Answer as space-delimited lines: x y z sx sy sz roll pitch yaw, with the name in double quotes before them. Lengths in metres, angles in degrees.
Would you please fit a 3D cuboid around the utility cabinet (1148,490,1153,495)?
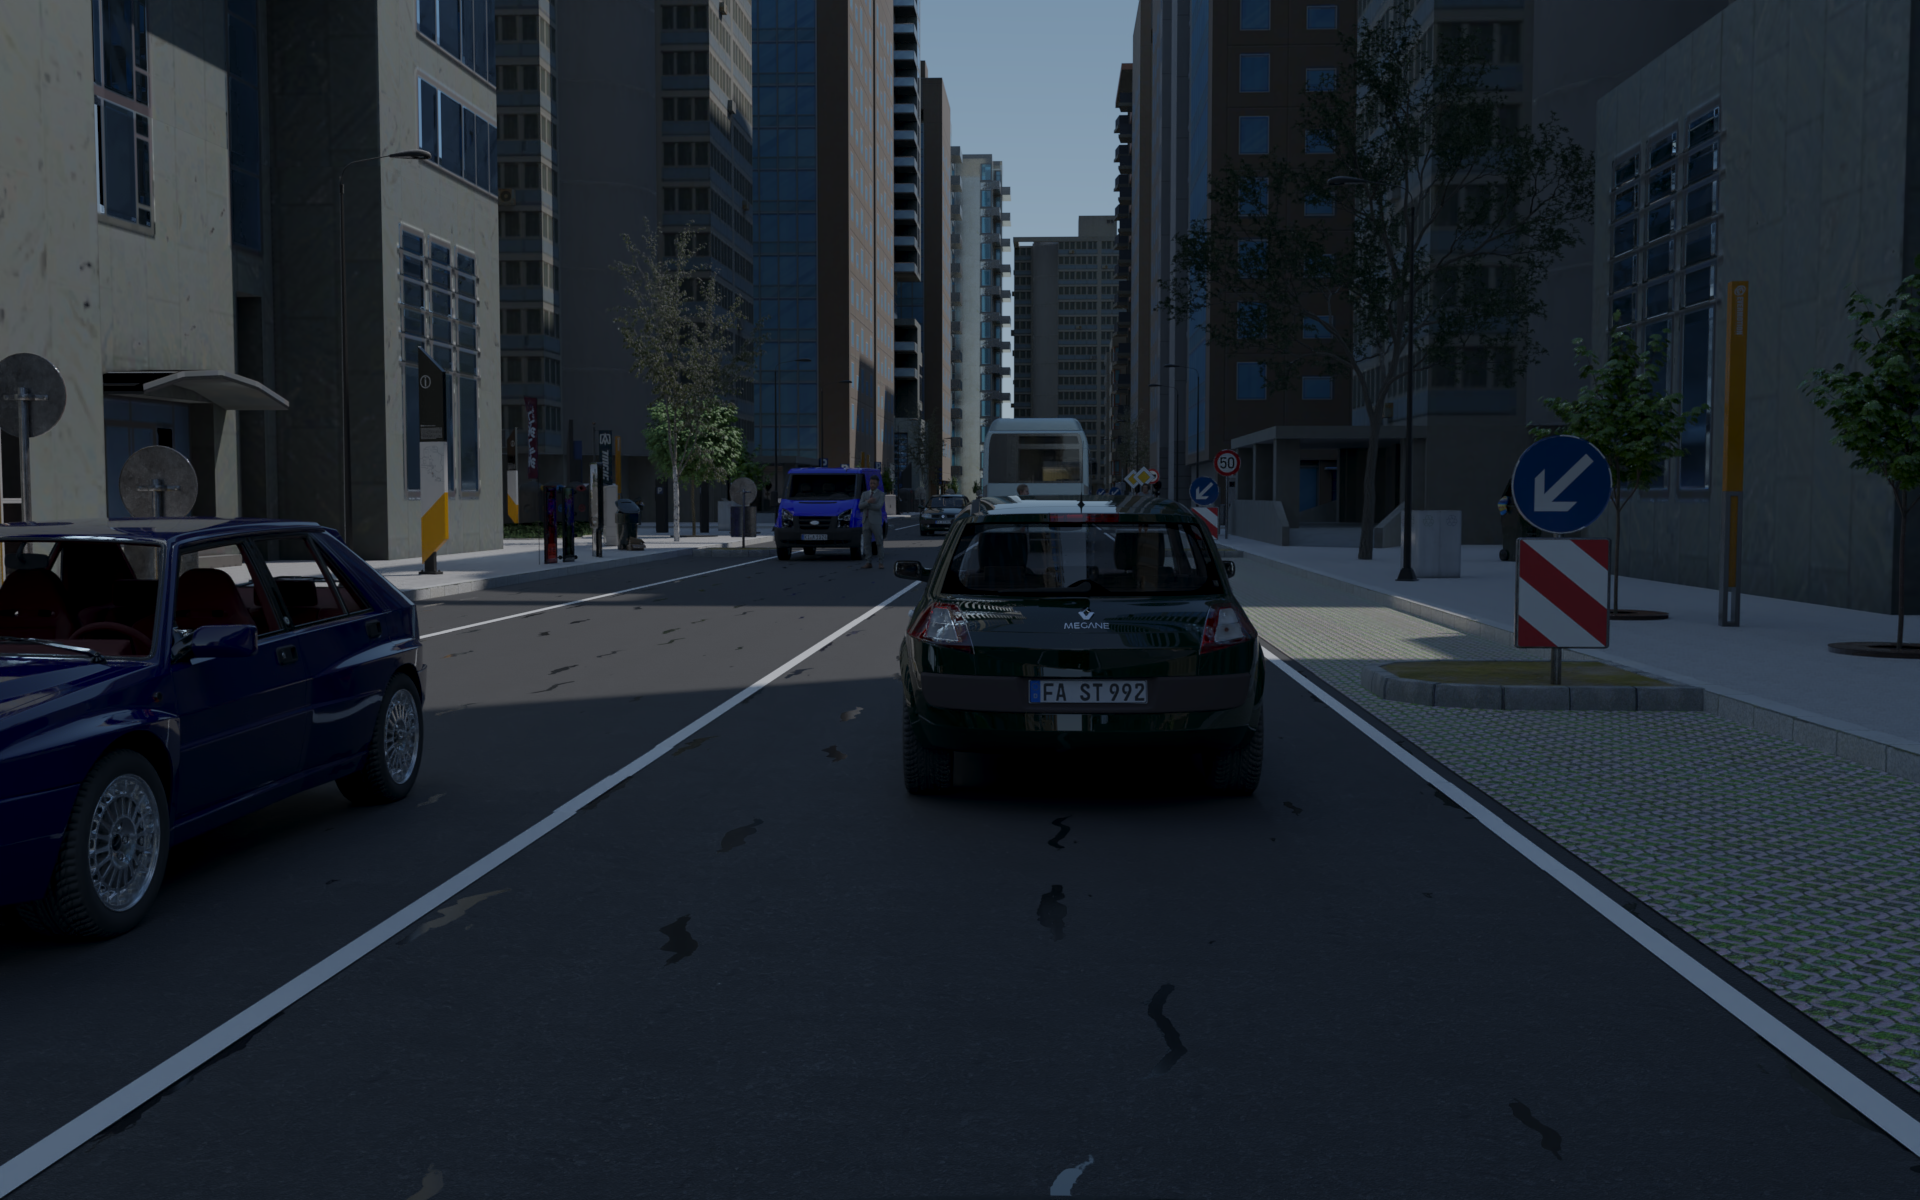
"utility cabinet" 9.734 -4.912 88.983 0.318 1.500 1.173 1 4 11

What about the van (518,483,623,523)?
"van" -15.008 -3.639 66.505 4.112 2.044 2.013 0 4 3

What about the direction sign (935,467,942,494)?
"direction sign" -1.819 -9.398 145.654 0.379 3.537 0.876 -3 5 -40

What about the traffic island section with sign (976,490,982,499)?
"traffic island section with sign" 1.976 -10.016 172.389 1.989 1.847 2.006 0 4 3

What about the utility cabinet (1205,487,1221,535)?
"utility cabinet" 7.839 -2.760 53.810 0.318 1.500 1.173 1 4 18

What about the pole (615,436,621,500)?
"pole" -12.057 -4.115 61.120 0.158 3.312 0.155 0 3 0

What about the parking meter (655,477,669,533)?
"parking meter" -9.869 -3.154 57.285 0.399 1.863 0.255 1 4 21

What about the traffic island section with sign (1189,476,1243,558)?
"traffic island section with sign" 5.427 -1.903 39.736 1.989 1.847 2.006 0 4 3

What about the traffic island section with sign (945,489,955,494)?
"traffic island section with sign" -0.655 -6.998 123.053 1.989 1.847 2.006 0 4 3

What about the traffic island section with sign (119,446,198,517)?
"traffic island section with sign" -6.527 -0.299 13.515 1.989 1.847 2.006 0 4 3

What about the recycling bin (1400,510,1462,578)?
"recycling bin" 7.267 -0.868 26.747 0.722 1.027 0.722 0 4 -7

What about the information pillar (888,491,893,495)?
"information pillar" -5.094 -7.458 126.433 0.304 2.012 0.304 3 5 39

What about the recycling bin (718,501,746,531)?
"recycling bin" -7.980 -2.938 60.588 0.722 1.027 0.722 2 4 31

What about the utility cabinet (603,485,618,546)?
"utility cabinet" -8.697 -2.101 43.032 0.318 1.500 1.173 -1 4 -15

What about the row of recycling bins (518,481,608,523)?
"row of recycling bins" -13.045 -3.059 57.136 1.069 1.692 3.534 3 4 39

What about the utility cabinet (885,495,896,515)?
"utility cabinet" -4.375 -5.680 104.035 1.020 1.237 0.306 0 4 -8

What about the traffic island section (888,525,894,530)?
"traffic island section" -3.784 -2.967 70.792 2.009 0.180 2.903 0 4 3

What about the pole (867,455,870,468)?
"pole" -4.761 -5.872 89.852 0.158 3.312 0.155 0 3 0

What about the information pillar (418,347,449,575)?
"information pillar" -8.375 -2.212 27.518 0.504 3.616 0.183 1 4 22

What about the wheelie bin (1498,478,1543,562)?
"wheelie bin" 10.753 -1.534 32.993 0.980 1.594 0.693 -1 4 -19

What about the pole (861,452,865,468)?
"pole" -4.720 -5.515 84.014 0.158 3.312 0.155 0 3 0

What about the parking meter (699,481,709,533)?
"parking meter" -8.473 -3.160 57.380 0.255 1.863 0.399 -1 4 -19

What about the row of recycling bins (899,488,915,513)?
"row of recycling bins" -3.824 -7.027 122.007 1.069 1.692 3.534 0 4 7

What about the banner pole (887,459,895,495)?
"banner pole" -4.958 -8.167 123.541 0.863 3.779 0.401 -3 5 -40

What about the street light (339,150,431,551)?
"street light" -7.828 -3.119 23.543 1.470 5.913 1.316 0 4 3

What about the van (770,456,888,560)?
"van" -2.886 -2.133 39.266 2.240 2.365 5.245 0 4 4

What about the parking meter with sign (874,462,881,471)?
"parking meter with sign" -5.107 -5.975 93.948 1.738 3.016 0.543 3 4 36

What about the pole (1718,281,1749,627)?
"pole" 7.463 -1.399 16.711 0.158 3.312 0.155 0 3 0

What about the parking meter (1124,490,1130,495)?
"parking meter" 11.421 -6.739 118.588 0.372 1.533 0.369 0 3 0

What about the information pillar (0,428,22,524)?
"information pillar" -9.007 -0.723 16.312 0.304 2.012 0.304 2 4 23

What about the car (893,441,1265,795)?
"car" 0.602 0.008 9.660 2.009 1.686 4.222 0 4 1

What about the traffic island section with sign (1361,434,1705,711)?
"traffic island section with sign" 3.951 -0.227 12.345 1.989 1.847 2.006 0 4 3

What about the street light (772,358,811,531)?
"street light" -5.778 -5.312 59.388 1.470 5.913 1.316 0 4 3

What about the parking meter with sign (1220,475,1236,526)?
"parking meter with sign" 11.174 -4.506 69.932 1.738 3.016 0.543 3 5 44

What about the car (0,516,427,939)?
"car" -3.506 0.352 6.831 1.945 1.354 3.894 0 4 2

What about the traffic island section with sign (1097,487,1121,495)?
"traffic island section with sign" 8.385 -5.292 95.159 1.989 1.847 2.006 0 4 3

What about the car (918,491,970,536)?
"car" -0.420 -3.114 60.700 2.009 1.686 4.222 0 4 4

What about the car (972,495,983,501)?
"car" 1.905 -6.792 123.044 2.014 1.417 4.499 0 4 4

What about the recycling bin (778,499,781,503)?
"recycling bin" -9.938 -5.266 98.658 0.722 1.027 0.722 3 4 38

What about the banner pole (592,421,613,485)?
"banner pole" -12.344 -4.255 59.587 0.863 3.779 0.401 0 4 3

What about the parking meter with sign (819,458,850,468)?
"parking meter with sign" -6.053 -5.365 83.973 1.738 3.016 0.543 3 5 42

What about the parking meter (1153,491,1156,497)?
"parking meter" 10.923 -5.495 98.256 0.372 1.533 0.369 0 3 0

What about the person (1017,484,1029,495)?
"person" 1.069 -1.189 29.751 0.330 1.601 0.589 2 4 27

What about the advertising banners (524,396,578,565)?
"advertising banners" -7.538 -2.184 31.889 0.090 3.025 2.074 1 4 12

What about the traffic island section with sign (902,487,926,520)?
"traffic island section with sign" -2.137 -5.321 95.628 1.989 1.847 2.006 0 4 3

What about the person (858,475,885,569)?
"person" -1.693 -1.503 33.259 0.511 1.800 0.466 0 4 7

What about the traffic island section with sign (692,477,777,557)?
"traffic island section with sign" -5.085 -1.945 40.432 1.989 1.847 2.006 0 4 3

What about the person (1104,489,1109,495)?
"person" 9.562 -6.258 111.168 0.716 1.782 0.532 1 4 16

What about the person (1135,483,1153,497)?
"person" 5.797 -2.836 55.219 0.716 1.782 0.532 0 4 7

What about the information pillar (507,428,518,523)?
"information pillar" -15.848 -4.283 61.382 0.504 3.616 0.183 3 4 37
